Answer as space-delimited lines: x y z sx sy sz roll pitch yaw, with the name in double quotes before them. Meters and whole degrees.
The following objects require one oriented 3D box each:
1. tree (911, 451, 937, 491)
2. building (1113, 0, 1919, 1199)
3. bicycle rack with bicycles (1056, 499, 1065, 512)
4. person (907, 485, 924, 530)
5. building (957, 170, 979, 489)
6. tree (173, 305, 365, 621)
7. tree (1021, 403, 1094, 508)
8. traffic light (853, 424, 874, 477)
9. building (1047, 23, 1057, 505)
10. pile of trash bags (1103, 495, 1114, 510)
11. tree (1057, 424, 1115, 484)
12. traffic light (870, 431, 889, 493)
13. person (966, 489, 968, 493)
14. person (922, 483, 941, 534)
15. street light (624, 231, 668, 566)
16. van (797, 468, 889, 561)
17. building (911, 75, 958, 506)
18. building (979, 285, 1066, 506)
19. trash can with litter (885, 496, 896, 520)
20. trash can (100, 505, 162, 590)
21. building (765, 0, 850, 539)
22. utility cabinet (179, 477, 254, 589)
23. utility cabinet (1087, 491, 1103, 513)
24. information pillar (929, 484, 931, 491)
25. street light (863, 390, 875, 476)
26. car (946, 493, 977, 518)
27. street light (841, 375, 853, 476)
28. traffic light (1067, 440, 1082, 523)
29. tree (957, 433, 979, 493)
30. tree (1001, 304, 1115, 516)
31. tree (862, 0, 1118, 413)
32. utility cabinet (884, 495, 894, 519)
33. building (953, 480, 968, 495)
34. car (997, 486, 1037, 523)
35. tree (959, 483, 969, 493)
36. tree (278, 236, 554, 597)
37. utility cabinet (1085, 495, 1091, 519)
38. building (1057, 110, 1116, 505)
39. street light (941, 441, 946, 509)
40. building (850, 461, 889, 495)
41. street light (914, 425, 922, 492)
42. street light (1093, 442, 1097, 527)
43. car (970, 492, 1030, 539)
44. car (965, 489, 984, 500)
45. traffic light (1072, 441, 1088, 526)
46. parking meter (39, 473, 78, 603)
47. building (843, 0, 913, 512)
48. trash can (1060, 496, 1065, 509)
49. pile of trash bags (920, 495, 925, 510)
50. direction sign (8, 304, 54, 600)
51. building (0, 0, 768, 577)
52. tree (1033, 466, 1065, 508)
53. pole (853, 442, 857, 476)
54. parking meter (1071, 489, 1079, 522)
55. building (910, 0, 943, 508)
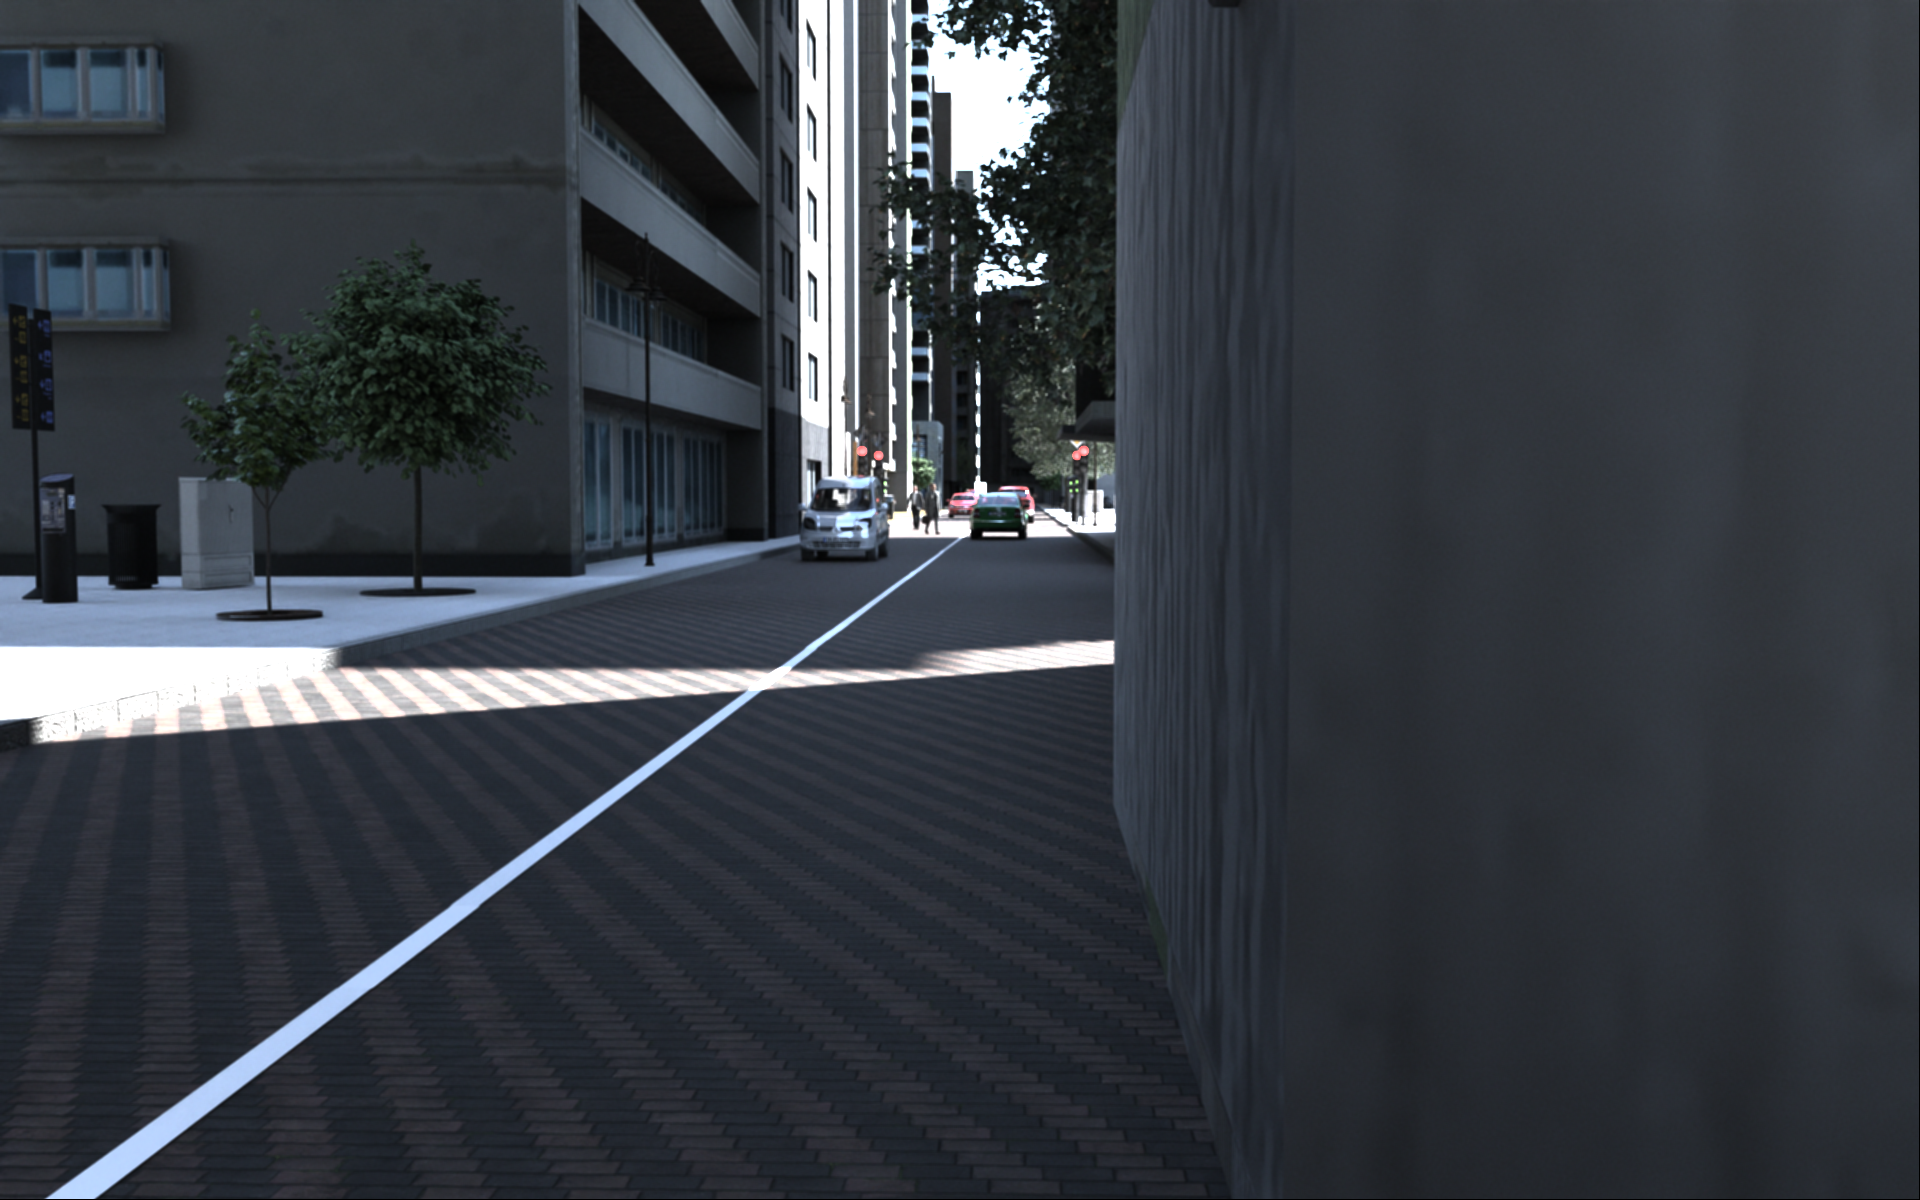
"tree" -3.424 -9.001 130.884 4.285 4.588 4.351 0 3 0
"building" 7.779 -19.852 8.178 14.154 41.232 14.086 0 4 2
"bicycle rack with bicycles" 8.211 -6.870 125.710 2.852 0.926 2.925 -2 4 -24
"person" -1.786 -3.693 69.276 0.661 1.777 0.834 0 4 1
"building" -8.242 -38.064 246.052 21.600 48.544 21.300 0 4 2
"tree" -7.299 -1.425 17.900 1.663 3.219 1.824 0 3 0
"tree" 8.348 -14.052 147.871 7.486 12.596 7.792 0 3 0
"traffic light" -3.841 -4.886 68.808 0.839 4.253 0.868 0 4 2
"building" 21.311 -40.996 212.289 21.231 58.520 28.212 0 4 2
"pile of trash bags" 12.946 -8.284 145.190 1.912 1.369 3.447 1 4 20
"tree" 8.358 -10.916 128.846 4.737 8.622 4.395 0 3 0
"traffic light" -3.564 -5.374 76.788 0.839 4.253 0.868 0 4 2
"person" 0.545 -6.993 123.241 0.834 1.777 0.661 -1 4 -18
"person" -0.971 -3.243 61.630 0.694 1.812 0.767 -2 4 -27
"street light" -5.546 -3.547 30.780 0.468 5.910 1.993 0 4 2
"van" -2.533 -1.927 38.511 2.013 2.044 4.112 0 4 2
"building" -7.523 -32.998 189.626 14.600 45.320 14.200 0 4 2
"building" 9.646 -28.776 242.183 14.107 30.474 14.160 0 4 2
"trash can with litter" -3.524 -4.524 85.347 0.624 1.170 1.055 0 4 4
"trash can" -11.181 -0.719 23.401 0.748 1.137 0.748 0 3 0
"building" -15.079 -37.901 57.940 20.611 71.187 20.563 0 4 2
"utility cabinet" -10.100 -0.912 23.585 0.318 1.500 1.173 1 4 12
"utility cabinet" 8.782 -6.432 113.838 1.173 1.500 0.318 2 4 28
"information pillar" -1.955 -7.130 121.065 0.304 2.012 0.304 1 4 13
"street light" -4.031 -6.377 77.048 0.468 5.910 1.993 0 4 2
"car" 0.243 -5.858 104.811 2.155 1.783 4.494 0 4 2
"street light" -4.434 -5.762 66.995 0.468 5.910 1.993 0 4 2
"traffic light" 5.142 -5.357 76.503 0.839 4.253 0.868 0 4 2
"tree" 0.185 -15.320 200.837 4.737 8.622 4.395 0 3 0
"tree" 7.587 -13.043 119.914 9.857 13.997 8.962 0 3 0
"tree" 3.943 -6.499 23.273 9.611 12.733 9.660 0 3 0
"utility cabinet" -3.860 -4.669 87.504 1.020 1.237 0.306 -2 4 -24
"building" -13.727 -34.374 216.646 28.867 44.769 22.147 0 4 2
"car" 2.692 -4.757 86.458 2.281 1.827 5.304 0 4 3
"tree" 0.372 -14.367 229.494 1.663 3.219 1.824 0 3 0
"tree" -6.935 -2.352 22.171 4.285 4.588 4.351 0 3 0
"utility cabinet" 6.730 -4.902 91.314 0.306 1.237 1.020 0 4 7
"building" 23.929 -35.475 169.249 28.713 52.752 27.495 0 4 2
"street light" -1.444 -10.855 150.272 0.468 5.910 1.993 0 4 2
"building" -20.407 -24.593 93.980 32.217 40.220 23.993 0 4 2
"street light" -2.770 -8.620 113.730 0.468 5.910 1.993 0 4 2
"street light" 5.292 -5.803 67.674 0.468 5.910 1.993 0 4 2
"car" 1.300 -2.925 56.616 1.959 1.807 4.718 0 4 3
"car" 1.148 -7.923 138.209 2.281 1.827 5.304 0 4 0
"traffic light" 4.865 -4.869 68.523 0.839 4.253 0.868 0 4 2
"parking meter" -10.657 -0.738 20.470 0.372 1.533 0.369 0 3 0
"building" -10.792 -26.730 120.622 14.154 41.232 14.086 0 4 2
"trash can" 8.613 -8.104 144.156 0.748 1.137 0.748 0 3 0
"pile of trash bags" -3.356 -7.851 138.109 1.912 1.369 3.447 2 4 30
"direction sign" -11.277 -1.781 21.109 0.379 3.537 0.876 0 4 1
"building" -16.288 -25.226 36.143 21.300 48.544 21.600 0 4 2
"tree" 8.243 -10.498 155.356 4.285 4.588 4.351 0 3 0
"pole" -4.067 -4.497 67.369 0.158 3.312 0.155 0 3 0
"parking meter" 5.254 -4.316 78.983 0.372 1.533 0.369 0 3 0
"building" -12.538 -52.190 165.970 22.319 86.520 31.000 0 4 2
